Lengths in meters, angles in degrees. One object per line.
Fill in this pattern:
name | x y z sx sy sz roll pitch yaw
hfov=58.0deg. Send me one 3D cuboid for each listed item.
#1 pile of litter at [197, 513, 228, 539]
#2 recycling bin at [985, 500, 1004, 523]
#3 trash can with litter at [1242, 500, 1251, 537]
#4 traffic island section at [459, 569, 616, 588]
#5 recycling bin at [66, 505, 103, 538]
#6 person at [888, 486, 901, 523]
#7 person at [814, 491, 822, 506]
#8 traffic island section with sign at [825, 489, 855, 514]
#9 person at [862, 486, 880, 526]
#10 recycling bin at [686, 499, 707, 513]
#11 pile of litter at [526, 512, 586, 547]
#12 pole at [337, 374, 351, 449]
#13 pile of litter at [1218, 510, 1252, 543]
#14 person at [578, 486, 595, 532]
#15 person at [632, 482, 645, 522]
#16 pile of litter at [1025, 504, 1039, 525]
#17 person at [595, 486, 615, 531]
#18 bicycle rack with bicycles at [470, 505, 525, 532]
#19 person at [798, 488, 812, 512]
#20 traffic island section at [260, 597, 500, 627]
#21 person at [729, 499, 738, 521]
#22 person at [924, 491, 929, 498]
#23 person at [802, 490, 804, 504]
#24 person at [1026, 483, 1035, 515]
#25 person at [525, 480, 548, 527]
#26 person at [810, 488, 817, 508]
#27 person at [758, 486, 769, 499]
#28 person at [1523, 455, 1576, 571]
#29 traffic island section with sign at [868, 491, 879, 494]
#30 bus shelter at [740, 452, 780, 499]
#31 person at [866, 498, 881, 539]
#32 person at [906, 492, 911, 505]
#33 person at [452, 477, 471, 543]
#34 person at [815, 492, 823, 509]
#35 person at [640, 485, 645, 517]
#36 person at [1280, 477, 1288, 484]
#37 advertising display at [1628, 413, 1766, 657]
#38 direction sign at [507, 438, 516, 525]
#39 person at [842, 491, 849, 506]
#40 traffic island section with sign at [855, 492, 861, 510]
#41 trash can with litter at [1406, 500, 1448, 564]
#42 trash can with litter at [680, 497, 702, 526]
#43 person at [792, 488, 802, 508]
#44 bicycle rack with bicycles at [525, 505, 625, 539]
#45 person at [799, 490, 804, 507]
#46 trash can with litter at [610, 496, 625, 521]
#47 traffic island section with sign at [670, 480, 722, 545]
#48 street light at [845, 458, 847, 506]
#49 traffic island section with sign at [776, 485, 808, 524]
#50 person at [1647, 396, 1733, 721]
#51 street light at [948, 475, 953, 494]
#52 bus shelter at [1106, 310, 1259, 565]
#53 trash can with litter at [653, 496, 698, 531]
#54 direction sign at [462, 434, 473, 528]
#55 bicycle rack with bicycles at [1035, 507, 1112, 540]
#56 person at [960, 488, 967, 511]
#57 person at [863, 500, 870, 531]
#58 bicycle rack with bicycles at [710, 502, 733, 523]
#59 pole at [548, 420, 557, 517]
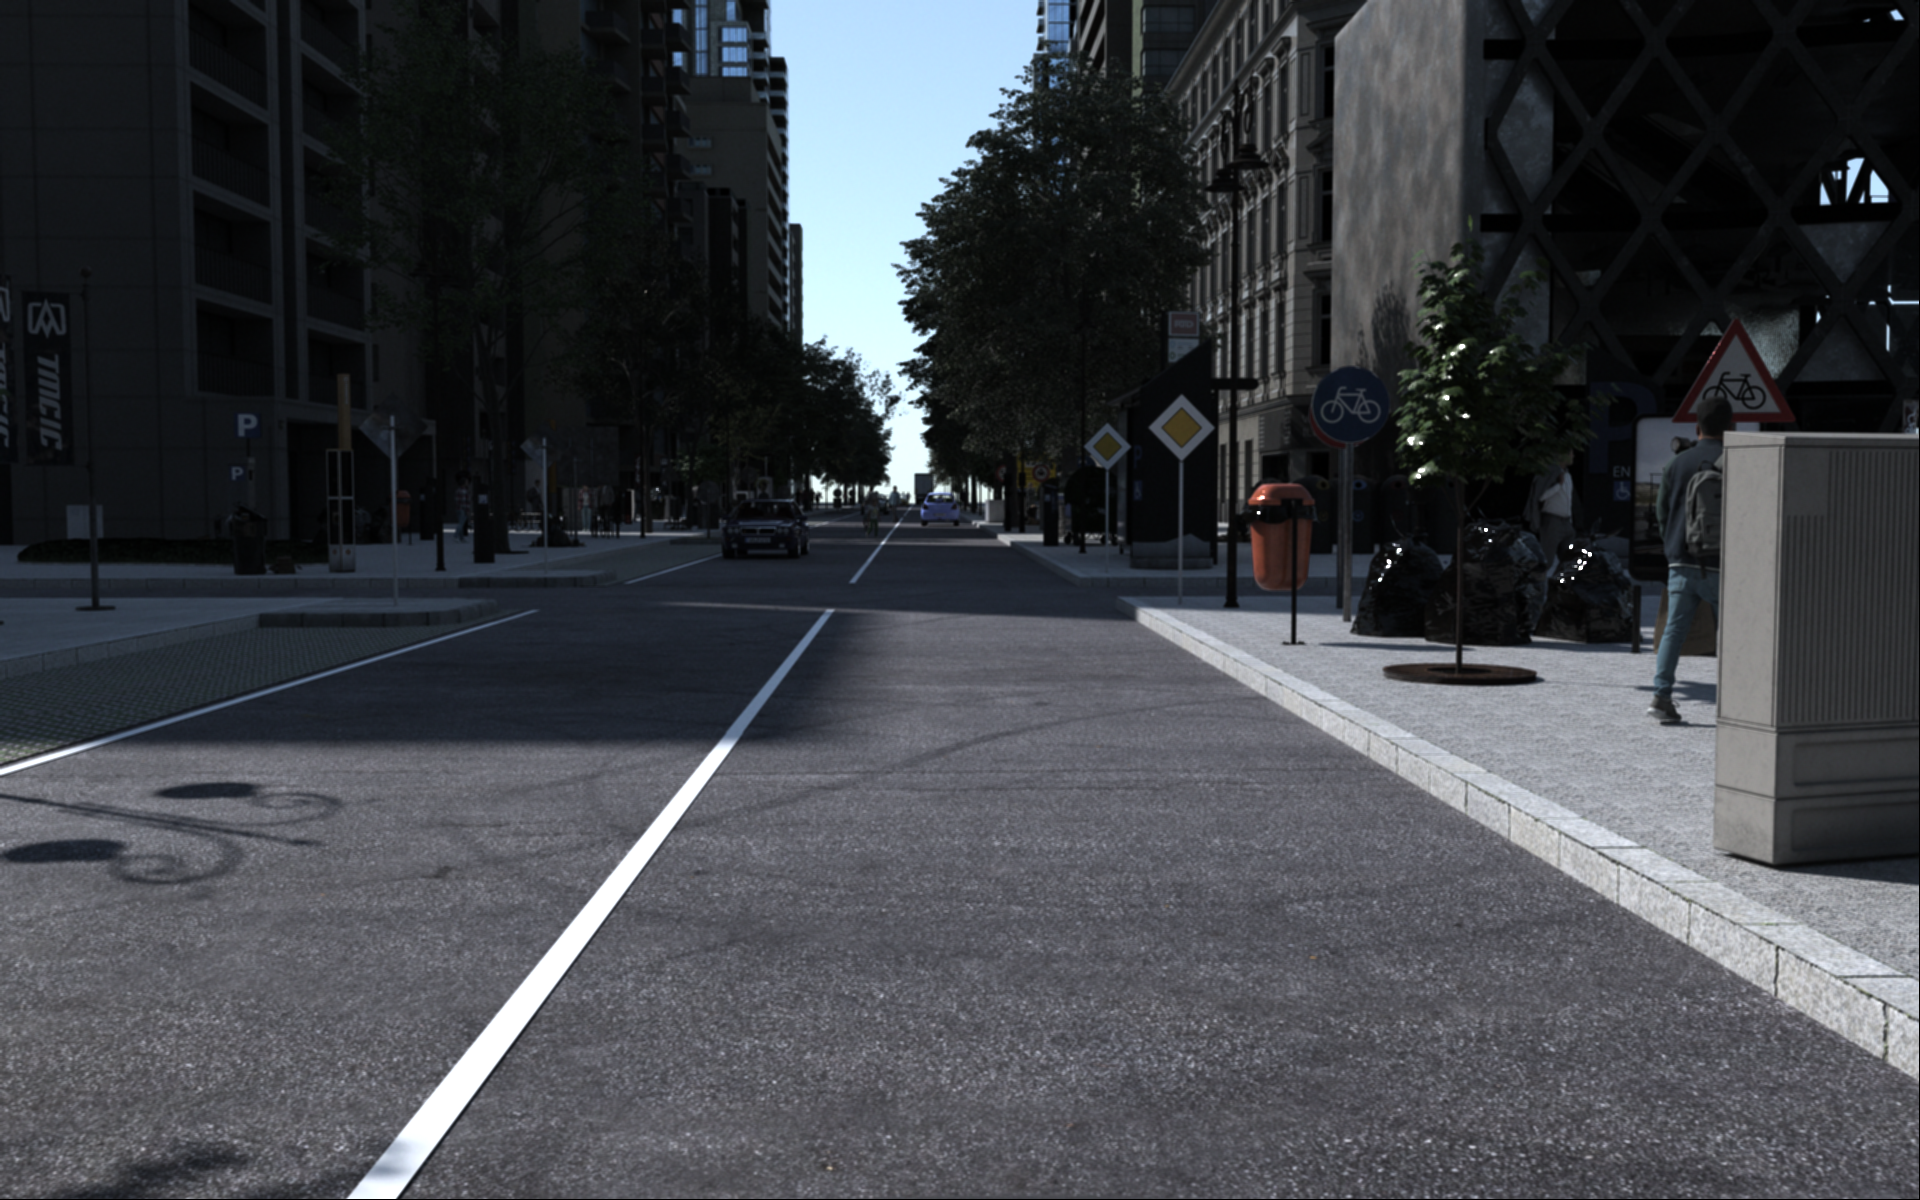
pile of litter | -17.291 -1.612 40.323 1.719 0.858 1.176 -2 4 -34
recycling bin | 1.540 -3.920 76.640 0.722 1.027 0.722 -1 4 -12
trash can with litter | 8.931 -2.476 51.875 0.624 1.170 1.055 2 4 34
traffic island section | -6.712 -0.346 27.942 2.009 0.180 2.903 0 4 -1
recycling bin | -20.050 -1.660 39.699 0.722 1.027 0.722 -2 4 -25
person | -3.186 -4.737 85.809 0.638 1.841 0.748 3 5 40
person | -15.037 -10.618 182.827 1.217 1.735 0.721 -3 4 -37
traffic island section with sign | -8.946 -7.276 127.588 1.989 1.847 2.006 0 4 -1
person | -3.925 -4.199 77.428 0.678 1.792 0.850 -3 5 -39
recycling bin | -12.333 -4.192 81.086 0.722 1.027 0.722 3 5 42
pile of litter | -9.916 -1.733 42.298 1.719 0.858 1.176 3 4 37
pole | -10.453 -2.179 29.465 0.158 3.312 0.155 0 3 0
pile of litter | 7.332 -1.978 46.310 1.176 0.858 1.719 0 4 -4
person | -12.591 -3.157 58.495 0.563 1.720 0.643 0 4 6
person | -14.715 -4.493 79.488 0.713 1.824 0.794 -2 4 -31
pile of litter | 2.821 -3.534 71.752 1.176 0.858 1.719 -2 4 -28
person | -12.246 -3.276 59.783 0.592 1.802 0.473 2 4 27
bicycle rack with bicycles | -15.276 -2.769 58.650 2.925 0.926 2.852 3 5 44
person | -11.176 -7.224 124.878 1.217 1.743 0.721 -3 5 -40
traffic island section | -6.533 0.142 19.959 2.009 0.180 2.903 0 4 -1
person | -5.880 -1.983 45.199 0.640 1.303 0.475 -1 4 -11
person | -3.645 -11.611 198.303 1.348 1.831 0.705 3 5 40
person | -19.663 -12.980 218.351 1.350 1.814 0.705 -3 4 -39
person | 3.287 -4.443 78.862 0.590 1.801 0.661 1 4 19
person | -16.364 -3.715 66.748 0.822 1.834 0.622 1 4 12
person | -13.744 -9.468 160.945 1.348 1.812 0.705 2 4 27
person | -8.140 -3.871 72.218 0.534 1.772 0.576 1 4 17
person | 6.195 -0.733 18.122 0.850 1.850 0.679 3 5 44
traffic island section with sign | -10.786 -12.304 209.794 1.989 1.847 2.006 0 4 -1
bus shelter | -11.384 -6.584 98.924 1.731 3.624 6.357 0 4 -1
person | -2.763 -2.590 55.100 0.306 1.304 0.590 -3 5 -41
person | -7.059 -13.817 235.340 0.756 1.711 0.436 0 4 5
person | -13.126 -2.366 45.573 0.643 1.720 0.563 -3 4 -38
person | -11.788 -8.275 144.525 0.628 1.438 0.799 0 4 3
person | -17.440 -5.508 96.191 0.391 1.810 0.635 -3 5 -42
person | 9.302 -2.690 50.384 0.532 1.782 0.716 1 4 9
advertising display | 5.822 -0.520 13.713 0.974 1.923 0.123 2 4 29
direction sign | -18.355 -4.827 70.915 0.379 3.537 0.876 -2 4 -35
person | -12.067 -10.622 182.881 0.721 1.743 1.217 3 4 37
traffic island section with sign | -9.546 -8.924 154.537 1.989 1.847 2.006 0 4 -1
trash can with litter | 8.226 -1.296 32.245 1.678 1.210 2.233 2 4 33
trash can with litter | -10.949 -3.612 70.439 1.055 1.170 0.624 2 4 30
person | -13.047 -8.081 138.690 1.217 1.766 0.721 3 5 39
bicycle rack with bicycles | -10.980 -2.281 50.669 2.852 0.926 2.925 0 4 -6
person | -16.182 -10.351 176.195 0.541 1.710 0.530 -1 4 -12
trash can with litter | -16.167 -4.307 81.802 1.055 1.170 0.624 2 4 34
traffic island section with sign | -7.205 -2.513 49.714 1.989 1.847 2.006 0 4 -1
street light | -12.364 -13.142 187.666 0.468 5.910 1.993 0 4 -1
traffic island section with sign | -7.813 -4.190 77.141 1.989 1.847 2.006 0 4 -1
person | 4.154 -0.225 9.711 0.713 1.824 0.794 -1 4 -22
street light | -0.874 -13.711 196.964 0.468 5.910 1.993 0 4 -1
bus shelter | 4.247 -3.541 35.532 2.179 5.291 8.768 0 4 -1
trash can with litter | -10.089 -3.085 61.498 1.678 1.210 2.233 -1 4 -23
direction sign | -18.582 -4.480 65.245 0.379 3.537 0.876 0 3 0
bicycle rack with bicycles | 3.711 -2.146 48.469 2.852 0.926 2.925 -1 4 -13
person | 0.230 -7.455 128.851 0.541 1.710 0.530 -1 4 -13
person | -3.588 -3.325 67.879 0.505 1.210 0.382 2 4 32
bicycle rack with bicycles | -10.355 -3.914 77.369 2.925 0.926 2.852 2 4 29
pole | -11.189 -3.284 47.538 0.158 3.312 0.155 0 3 0
